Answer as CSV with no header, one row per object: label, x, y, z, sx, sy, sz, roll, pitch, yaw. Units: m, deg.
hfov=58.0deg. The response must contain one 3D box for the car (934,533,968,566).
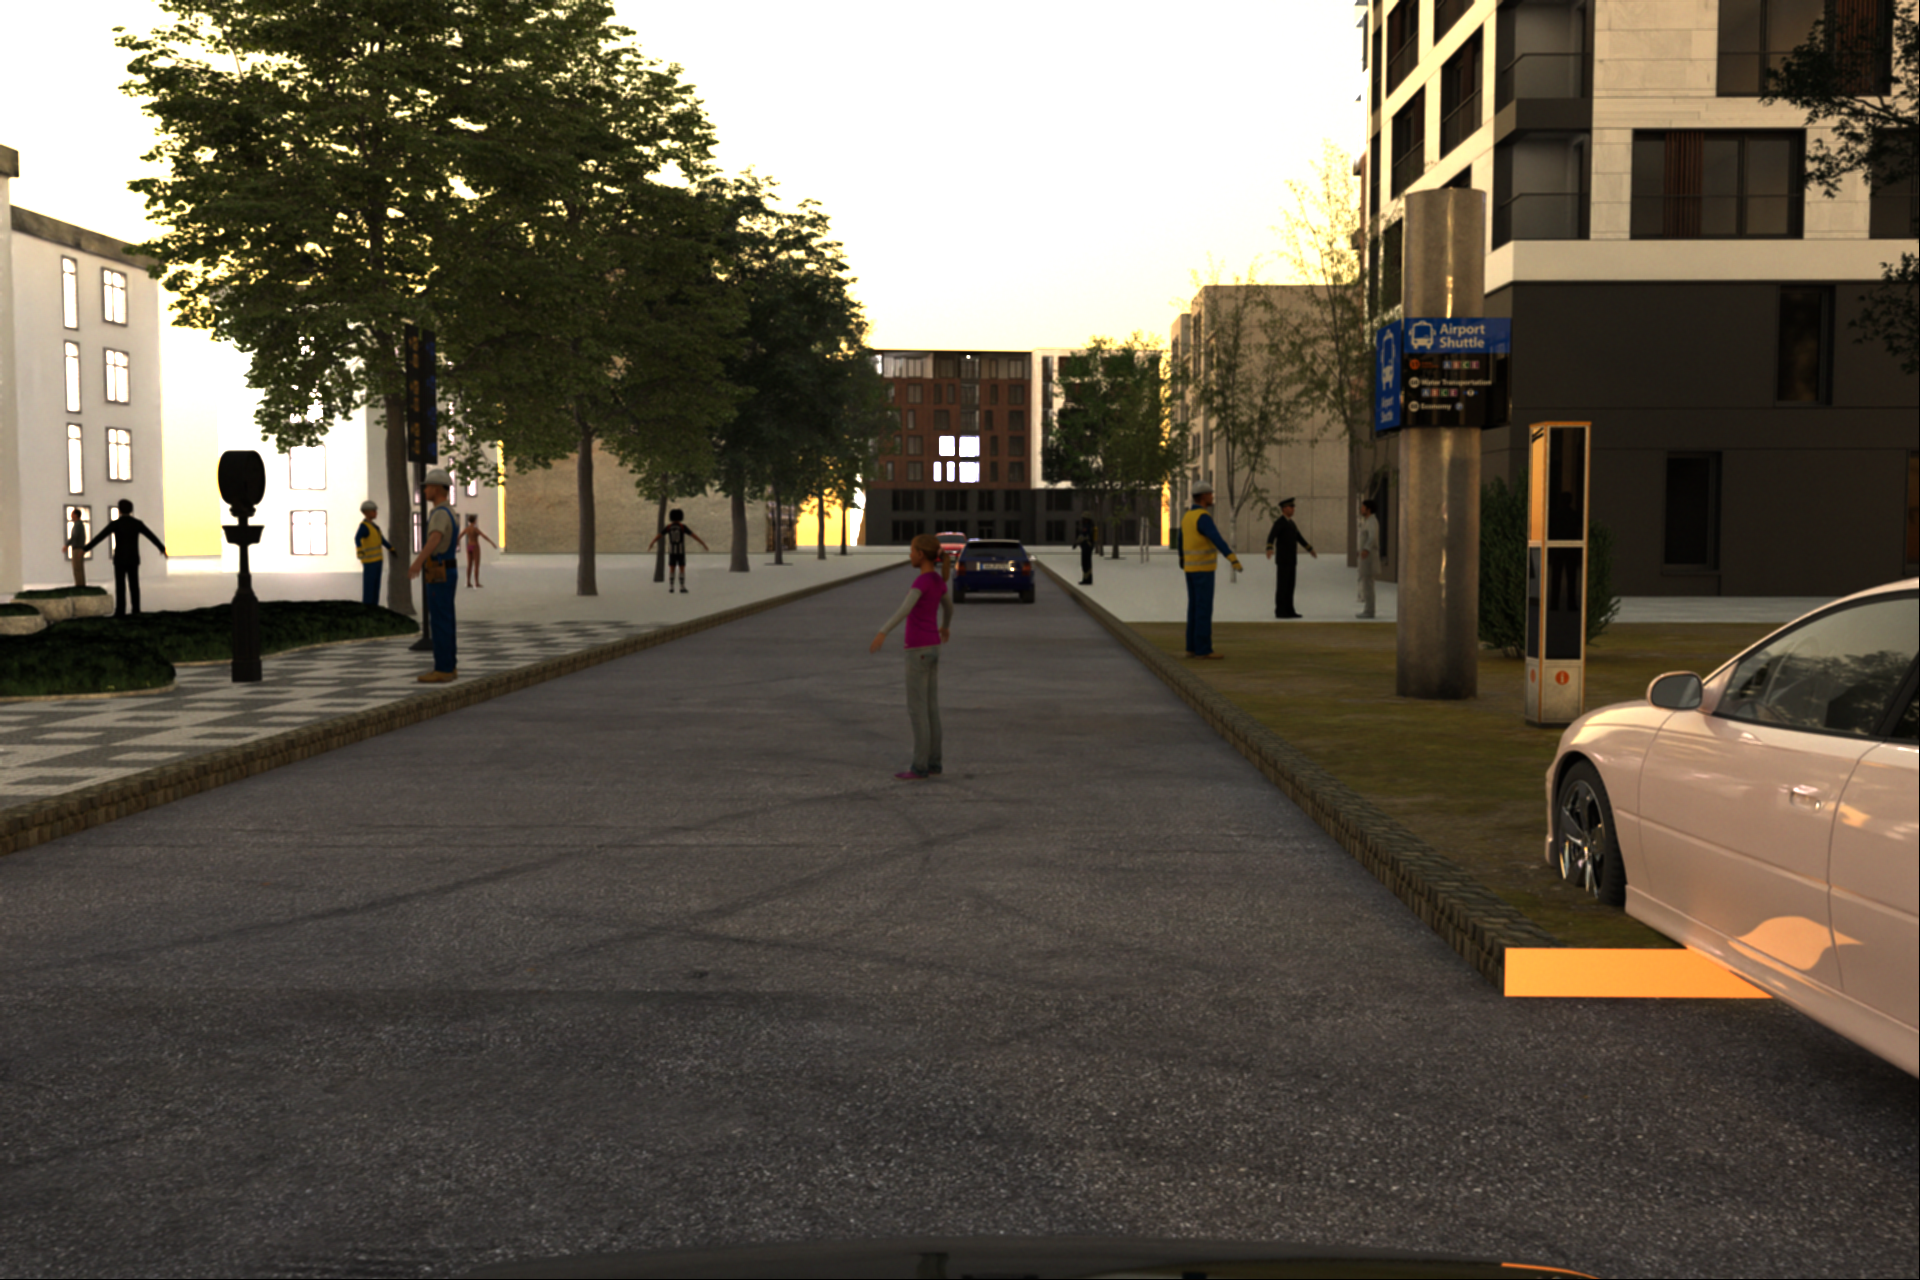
car,-0.428,-4.114,76.297,2.155,1.783,4.494,0,4,2

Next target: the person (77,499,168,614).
person,-12.646,-1.227,26.244,0.705,1.806,1.347,3,5,41

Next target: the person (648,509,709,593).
person,-6.187,-1.944,37.922,1.345,1.843,0.704,0,4,5

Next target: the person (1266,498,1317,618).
person,5.017,-1.257,26.480,0.705,1.837,1.347,3,5,42

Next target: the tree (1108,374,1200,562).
tree,8.956,-7.956,80.438,4.737,8.622,4.395,0,3,0

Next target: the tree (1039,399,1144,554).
tree,8.841,-10.758,110.302,8.767,10.594,7.601,1,4,15

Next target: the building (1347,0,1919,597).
building,25.393,-12.650,50.810,27.936,21.610,32.646,0,4,1

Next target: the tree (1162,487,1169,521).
tree,25.381,-15.398,202.118,4.737,8.622,4.395,0,3,0

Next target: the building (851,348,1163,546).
building,4.332,-21.766,202.311,32.646,21.610,27.936,0,4,-7

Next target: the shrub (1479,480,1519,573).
shrub,7.172,-1.179,23.703,1.690,2.028,1.600,0,3,0

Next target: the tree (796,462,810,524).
tree,-21.302,-17.811,197.863,9.857,13.997,8.962,0,3,0

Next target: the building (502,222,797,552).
building,-22.577,-18.281,129.823,19.493,23.208,18.063,0,4,1

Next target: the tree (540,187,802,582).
tree,-7.723,-6.831,46.103,7.601,10.594,8.767,0,4,-8

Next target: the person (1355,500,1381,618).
person,6.232,-1.245,26.535,0.705,1.806,1.347,1,4,10

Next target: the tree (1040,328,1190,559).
tree,7.966,-9.959,88.584,9.928,11.665,9.643,0,3,0

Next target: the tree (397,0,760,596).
tree,-8.230,-7.209,36.000,7.486,12.596,7.792,0,3,0

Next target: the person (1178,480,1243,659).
person,2.519,-0.730,17.900,0.705,1.833,1.349,-1,4,-17

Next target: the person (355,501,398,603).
person,-8.574,-1.162,25.456,0.721,1.772,1.216,0,4,6

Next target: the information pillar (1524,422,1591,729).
information pillar,3.962,-0.429,11.500,0.304,2.012,0.304,0,4,-1

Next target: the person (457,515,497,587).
person,-11.775,-2.157,42.066,1.217,1.733,0.721,1,4,23

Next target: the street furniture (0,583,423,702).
street furniture,-9.211,-0.152,18.114,5.734,0.657,10.072,0,4,1

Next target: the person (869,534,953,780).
person,-0.269,0.094,10.191,0.599,1.433,0.991,2,4,24

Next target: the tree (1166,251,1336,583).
tree,7.057,-5.831,45.692,4.360,8.622,3.978,0,3,0

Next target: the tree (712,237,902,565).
tree,-7.560,-9.875,71.834,12.009,13.543,11.850,0,3,0

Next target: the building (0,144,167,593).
building,-25.098,-5.873,38.171,9.099,9.664,28.070,0,4,2

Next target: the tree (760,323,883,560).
tree,-7.219,-10.317,86.805,7.486,12.596,7.792,0,3,0

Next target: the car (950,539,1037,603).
car,0.703,-1.506,37.207,1.945,1.354,3.894,0,4,0

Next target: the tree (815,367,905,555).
tree,-6.858,-10.894,103.878,9.928,11.665,9.643,0,3,0

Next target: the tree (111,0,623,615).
tree,-9.275,-6.657,26.963,7.486,12.596,7.792,0,3,0

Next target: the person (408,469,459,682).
person,-4.564,-0.567,15.132,0.705,1.847,1.347,0,4,-6

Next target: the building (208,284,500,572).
building,-24.031,-7.967,72.404,9.099,9.664,28.070,0,4,2

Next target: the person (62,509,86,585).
person,-18.101,-1.787,35.481,0.705,1.796,1.348,-1,4,-14

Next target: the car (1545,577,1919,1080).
car,3.133,0.466,4.748,2.083,1.381,4.827,0,4,1

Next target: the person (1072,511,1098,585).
person,3.197,-2.339,44.020,0.705,1.856,1.354,2,4,24

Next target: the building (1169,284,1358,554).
building,25.847,-16.203,131.383,16.747,18.905,31.486,0,4,1

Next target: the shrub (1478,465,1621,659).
shrub,5.947,-0.843,17.831,1.661,2.075,1.752,0,3,0

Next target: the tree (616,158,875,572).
tree,-7.551,-9.280,58.380,9.857,13.997,8.962,0,3,0

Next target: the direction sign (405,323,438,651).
direction sign,-5.922,-1.659,19.118,0.379,3.537,0.876,0,4,2

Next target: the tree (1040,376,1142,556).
tree,7.919,-10.137,100.150,7.601,10.594,8.767,-2,4,-31

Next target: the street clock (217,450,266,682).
street clock,-6.204,-0.639,15.011,0.358,2.002,0.471,0,4,1

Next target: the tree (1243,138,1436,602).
tree,7.674,-5.025,32.518,4.360,8.622,3.978,0,3,0

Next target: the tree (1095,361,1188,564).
tree,7.801,-7.582,74.335,4.737,8.622,4.395,0,3,0

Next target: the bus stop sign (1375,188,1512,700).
bus stop sign,3.761,-1.501,13.563,0.837,3.901,0.837,0,4,0

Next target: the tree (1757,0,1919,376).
tree,14.125,-5.238,20.048,8.767,10.594,7.601,-1,4,-9
